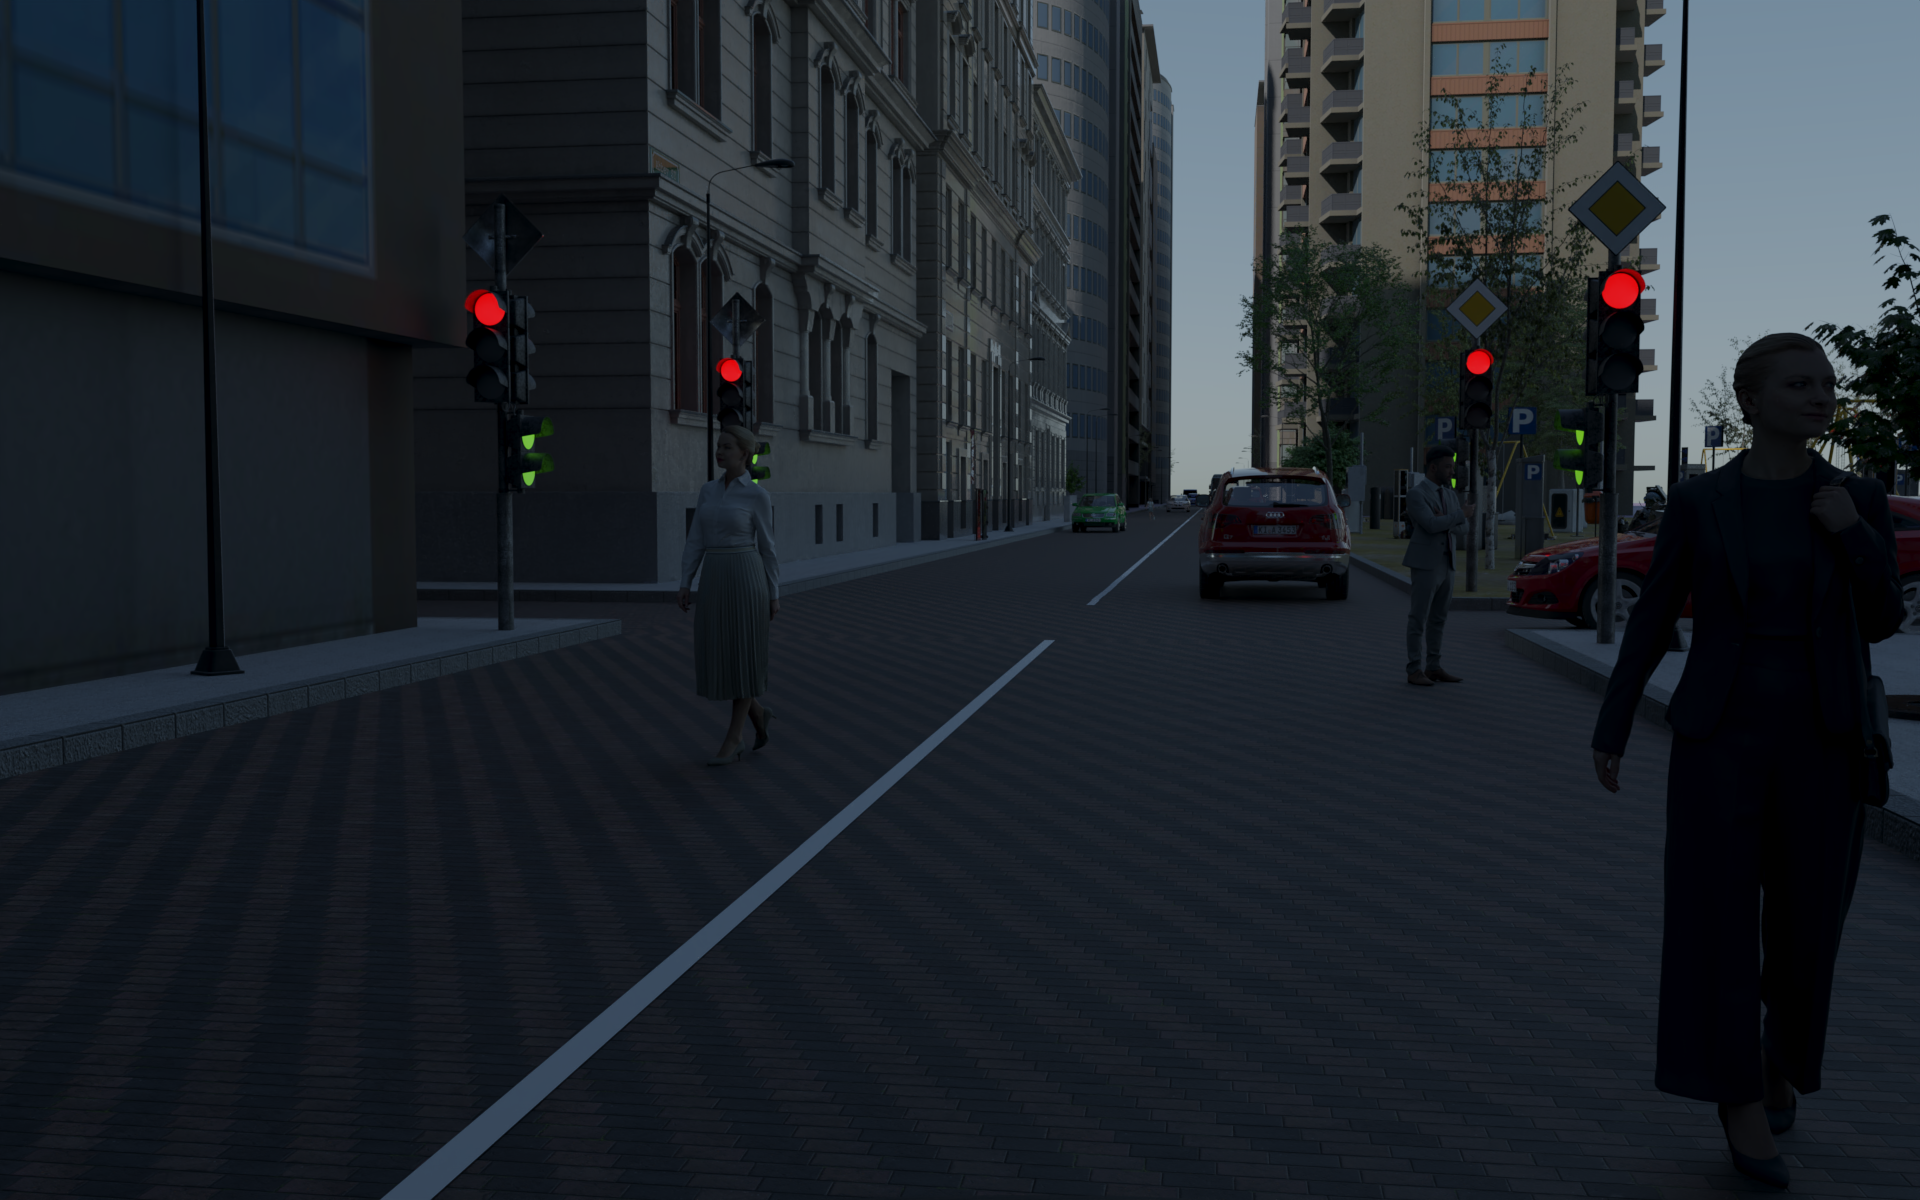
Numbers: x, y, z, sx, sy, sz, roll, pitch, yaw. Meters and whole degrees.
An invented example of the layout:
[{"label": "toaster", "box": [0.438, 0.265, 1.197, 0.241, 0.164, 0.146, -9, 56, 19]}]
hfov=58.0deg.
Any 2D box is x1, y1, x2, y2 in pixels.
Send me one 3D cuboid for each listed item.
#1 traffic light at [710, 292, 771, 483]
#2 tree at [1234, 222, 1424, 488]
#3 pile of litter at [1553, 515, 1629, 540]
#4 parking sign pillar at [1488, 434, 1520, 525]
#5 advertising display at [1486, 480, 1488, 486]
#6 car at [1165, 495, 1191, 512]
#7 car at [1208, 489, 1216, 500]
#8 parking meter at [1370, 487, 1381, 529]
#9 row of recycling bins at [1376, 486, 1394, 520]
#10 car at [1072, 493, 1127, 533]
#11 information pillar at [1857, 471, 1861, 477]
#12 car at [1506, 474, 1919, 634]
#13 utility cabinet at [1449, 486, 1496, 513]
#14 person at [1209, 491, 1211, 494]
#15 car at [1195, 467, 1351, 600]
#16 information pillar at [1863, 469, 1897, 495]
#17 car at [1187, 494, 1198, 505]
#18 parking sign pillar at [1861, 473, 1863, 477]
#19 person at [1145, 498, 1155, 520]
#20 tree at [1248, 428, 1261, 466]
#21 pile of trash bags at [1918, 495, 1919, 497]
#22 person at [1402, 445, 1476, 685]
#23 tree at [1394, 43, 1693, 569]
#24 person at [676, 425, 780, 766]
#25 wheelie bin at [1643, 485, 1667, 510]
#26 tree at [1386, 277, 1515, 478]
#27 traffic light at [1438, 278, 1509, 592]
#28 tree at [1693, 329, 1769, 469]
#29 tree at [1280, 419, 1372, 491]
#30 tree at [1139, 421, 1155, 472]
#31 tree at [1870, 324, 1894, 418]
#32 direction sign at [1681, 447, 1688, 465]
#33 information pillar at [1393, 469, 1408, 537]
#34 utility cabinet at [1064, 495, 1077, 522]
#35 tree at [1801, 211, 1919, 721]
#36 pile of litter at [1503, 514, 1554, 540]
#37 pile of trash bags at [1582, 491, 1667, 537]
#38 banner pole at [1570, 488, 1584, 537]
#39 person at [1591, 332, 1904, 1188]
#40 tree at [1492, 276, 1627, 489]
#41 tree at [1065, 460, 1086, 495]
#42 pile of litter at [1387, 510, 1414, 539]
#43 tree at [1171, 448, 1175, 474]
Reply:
[{"label": "traffic light", "box": [-3.090, -2.153, 24.127, 0.839, 4.253, 0.868, 1, 4, 8]}, {"label": "tree", "box": [14.218, -8.639, 67.010, 9.928, 11.665, 9.643, 0, 3, 0]}, {"label": "pile of litter", "box": [13.170, -1.310, 35.382, 1.719, 0.858, 1.176, -3, 5, -42]}, {"label": "parking sign pillar", "box": [22.696, -5.127, 72.303, 1.447, 3.967, 1.447, -2, 4, -24]}, {"label": "advertising display", "box": [23.836, -4.409, 77.305, 0.974, 1.923, 0.123, -2, 4, -33]}, {"label": "car", "box": [17.528, -7.745, 138.992, 2.083, 1.381, 4.827, 0, 4, 8]}, {"label": "car", "box": [20.937, -7.911, 138.020, 2.281, 1.827, 5.304, 0, 4, 7]}, {"label": "parking meter", "box": [15.168, -3.356, 63.289, 0.372, 1.533, 0.369, 0, 3, 0]}, {"label": "row of recycling bins", "box": [21.870, -4.941, 87.900, 1.069, 1.692, 3.534, -1, 4, -14]}, {"label": "car", "box": [5.309, -3.493, 65.907, 1.959, 1.807, 4.718, 1, 4, 10]}, {"label": "information pillar", "box": [46.228, -5.966, 88.896, 0.504, 3.616, 0.183, 1, 4, 18]}, {"label": "car", "box": [7.907, -0.525, 17.621, 4.494, 1.783, 2.155, 1, 4, 10]}, {"label": "utility cabinet", "box": [13.730, -2.307, 46.398, 1.173, 1.500, 0.318, 2, 4, 28]}, {"label": "person", "box": [27.917, -11.323, 193.708, 0.705, 1.814, 1.350, 2, 4, 33]}, {"label": "car", "box": [4.547, -1.010, 25.188, 2.281, 1.827, 5.304, 1, 4, 10]}, {"label": "information pillar", "box": [11.789, -1.085, 22.227, 0.304, 2.012, 0.304, 0, 4, 4]}, {"label": "car", "box": [27.304, -11.811, 202.705, 1.945, 1.707, 3.694, 0, 4, 7]}, {"label": "parking sign pillar", "box": [33.267, -4.549, 62.847, 1.447, 3.967, 1.447, -2, 4, -33]}, {"label": "person", "box": [10.481, -5.013, 95.484, 0.505, 1.210, 0.382, -1, 4, -9]}, {"label": "tree", "box": [31.882, -14.027, 179.702, 4.360, 8.622, 3.978, 0, 3, 0]}, {"label": "pile of trash bags", "box": [20.873, -1.724, 37.940, 1.912, 1.369, 3.447, 3, 5, 40]}, {"label": "person", "box": [3.617, -0.266, 13.036, 0.466, 1.800, 0.511, 3, 5, 40]}, {"label": "tree", "box": [9.291, -4.835, 29.410, 4.360, 8.622, 3.978, 0, 3, 0]}, {"label": "person", "box": [-1.197, -0.039, 9.362, 0.478, 1.798, 0.641, 2, 4, 33]}, {"label": "wheelie bin", "box": [29.373, -3.996, 73.235, 0.980, 1.594, 0.693, 2, 4, 32]}, {"label": "tree", "box": [16.653, -6.571, 57.800, 4.737, 8.622, 4.395, 0, 3, 0]}, {"label": "traffic light", "box": [6.715, -2.065, 22.686, 0.839, 4.253, 0.868, 1, 4, 8]}, {"label": "tree", "box": [35.231, -7.802, 77.926, 4.360, 8.622, 3.978, 0, 3, 0]}, {"label": "tree", "box": [16.217, -5.613, 75.491, 4.285, 4.588, 4.351, 0, 3, 0]}, {"label": "tree", "box": [17.331, -13.640, 173.374, 4.360, 8.622, 3.978, 0, 3, 0]}, {"label": "tree", "box": [38.193, -7.441, 72.021, 4.360, 8.622, 3.978, 0, 3, 0]}, {"label": "direction sign", "box": [34.746, -5.607, 83.673, 0.379, 3.537, 0.876, -2, 4, -32]}, {"label": "information pillar", "box": [13.093, -2.874, 51.478, 0.304, 2.012, 0.304, -1, 4, -18]}, {"label": "utility cabinet", "box": [5.068, -4.192, 79.699, 0.306, 1.237, 1.020, 1, 4, 23]}, {"label": "tree", "box": [5.843, -0.952, 10.169, 1.663, 3.219, 1.824, 0, 3, 0]}, {"label": "pile of litter", "box": [16.207, -2.155, 49.204, 1.176, 0.858, 1.719, -1, 4, -10]}, {"label": "pile of trash bags", "box": [19.038, -2.342, 48.042, 3.447, 1.369, 1.912, 0, 4, 7]}, {"label": "banner pole", "box": [18.568, -3.789, 51.969, 0.401, 3.779, 0.863, 1, 4, 17]}, {"label": "person", "box": [1.720, 0.315, 3.770, 0.576, 1.772, 0.534, 0, 4, -3]}, {"label": "tree", "box": [31.219, -10.567, 90.894, 7.486, 12.596, 7.792, 0, 3, 0]}, {"label": "tree", "box": [6.438, -6.331, 98.107, 1.663, 3.219, 1.824, 0, 3, 0]}, {"label": "pile of litter", "box": [13.024, -2.175, 49.527, 1.176, 0.858, 1.719, -2, 4, -26]}, {"label": "tree", "box": [30.214, -18.754, 256.981, 4.360, 8.622, 3.978, 0, 3, 0]}]
